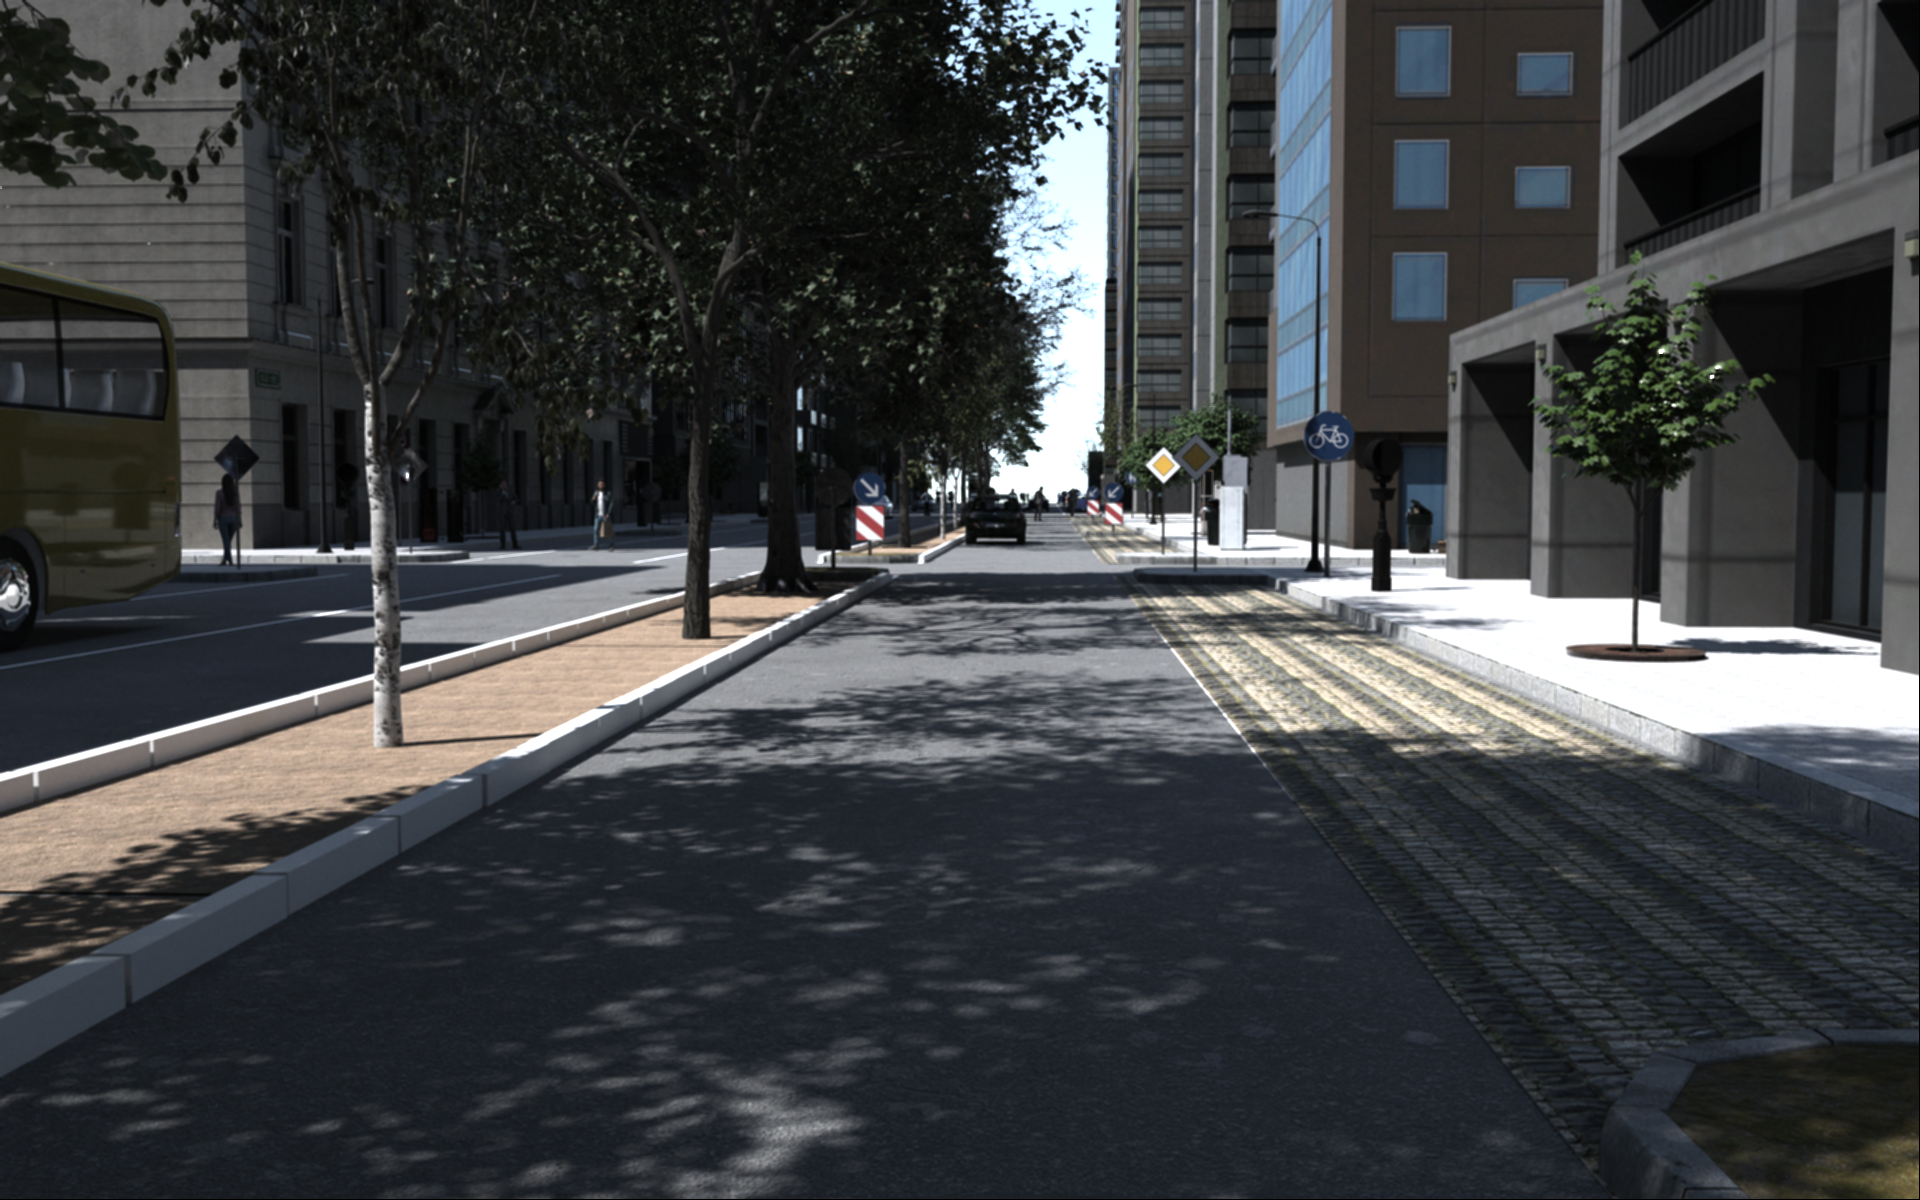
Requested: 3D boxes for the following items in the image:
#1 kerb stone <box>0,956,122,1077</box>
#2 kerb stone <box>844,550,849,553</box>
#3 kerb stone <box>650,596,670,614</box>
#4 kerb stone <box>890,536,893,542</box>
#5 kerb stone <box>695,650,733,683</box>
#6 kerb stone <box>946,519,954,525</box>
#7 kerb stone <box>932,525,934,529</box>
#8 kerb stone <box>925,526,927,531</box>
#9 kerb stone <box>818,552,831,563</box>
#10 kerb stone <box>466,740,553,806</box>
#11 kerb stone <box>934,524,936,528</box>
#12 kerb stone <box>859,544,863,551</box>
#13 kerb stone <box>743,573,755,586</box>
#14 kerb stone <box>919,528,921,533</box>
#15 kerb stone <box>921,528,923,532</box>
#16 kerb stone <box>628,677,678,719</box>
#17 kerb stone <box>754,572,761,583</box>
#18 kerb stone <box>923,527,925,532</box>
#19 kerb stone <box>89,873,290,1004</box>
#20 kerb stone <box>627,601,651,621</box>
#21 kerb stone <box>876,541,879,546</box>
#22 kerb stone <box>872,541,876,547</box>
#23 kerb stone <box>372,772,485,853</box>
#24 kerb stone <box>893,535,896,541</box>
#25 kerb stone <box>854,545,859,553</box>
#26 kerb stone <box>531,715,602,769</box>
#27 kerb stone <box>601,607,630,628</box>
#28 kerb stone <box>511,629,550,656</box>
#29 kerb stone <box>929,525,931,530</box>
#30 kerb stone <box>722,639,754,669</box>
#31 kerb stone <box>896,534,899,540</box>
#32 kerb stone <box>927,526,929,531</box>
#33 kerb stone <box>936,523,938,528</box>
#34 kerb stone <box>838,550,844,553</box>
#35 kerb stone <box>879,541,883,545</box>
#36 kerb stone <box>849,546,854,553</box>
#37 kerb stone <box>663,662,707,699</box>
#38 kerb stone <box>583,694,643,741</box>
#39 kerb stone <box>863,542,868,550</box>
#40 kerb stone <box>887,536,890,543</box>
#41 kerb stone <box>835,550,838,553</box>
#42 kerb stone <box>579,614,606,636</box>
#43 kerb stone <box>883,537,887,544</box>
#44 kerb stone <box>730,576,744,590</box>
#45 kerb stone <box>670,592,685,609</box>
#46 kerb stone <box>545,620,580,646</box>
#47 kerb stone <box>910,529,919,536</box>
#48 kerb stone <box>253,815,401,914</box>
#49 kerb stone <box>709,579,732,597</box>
[{"bbox_3d":[-2.412,1.098,4.332,0.120,0.150,1.000,0,4,3],"label":"kerb stone"},{"bbox_3d":[-2.722,-1.073,39.805,0.120,0.150,1.000,0,4,3],"label":"kerb stone"},{"bbox_3d":[-3.688,0.085,20.836,0.120,0.150,1.000,0,4,3],"label":"kerb stone"},{"bbox_3d":[-2.165,-1.767,51.089,0.120,0.150,1.000,0,4,3],"label":"kerb stone"},{"bbox_3d":[-1.952,0.528,13.555,0.120,0.150,1.000,0,4,3],"label":"kerb stone"},{"bbox_3d":[-0.504,-3.764,83.786,0.120,0.150,1.000,0,4,3],"label":"kerb stone"},{"bbox_3d":[-1.222,-2.884,69.476,0.120,0.150,1.000,0,4,3],"label":"kerb stone"},{"bbox_3d":[-1.426,-2.639,65.393,0.120,0.150,1.000,0,4,3],"label":"kerb stone"},{"bbox_3d":[-2.881,-0.889,36.734,0.120,0.150,1.000,0,4,3],"label":"kerb stone"},{"bbox_3d":[-2.201,0.841,8.440,0.120,0.150,1.000,0,4,3],"label":"kerb stone"},{"bbox_3d":[-1.177,-2.954,70.498,0.120,0.150,1.000,0,4,3],"label":"kerb stone"},{"bbox_3d":[-2.573,-1.265,42.876,0.120,0.150,1.000,0,4,3],"label":"kerb stone"},{"bbox_3d":[-3.371,-0.293,26.984,0.120,0.150,1.000,0,4,3],"label":"kerb stone"},{"bbox_3d":[-1.587,-2.454,62.325,0.120,0.150,1.000,0,4,3],"label":"kerb stone"},{"bbox_3d":[-1.536,-2.517,63.351,0.120,0.150,1.000,0,4,3],"label":"kerb stone"},{"bbox_3d":[-2.054,0.654,11.503,0.120,0.150,1.000,0,4,3],"label":"kerb stone"},{"bbox_3d":[-3.333,-0.355,28.007,0.120,0.150,1.000,0,4,3],"label":"kerb stone"},{"bbox_3d":[-1.482,-2.579,64.372,0.120,0.150,1.000,0,4,3],"label":"kerb stone"},{"bbox_3d":[-2.362,1.038,5.367,0.120,0.150,1.000,0,4,3],"label":"kerb stone"},{"bbox_3d":[-3.734,0.146,19.810,0.120,0.150,1.000,0,4,3],"label":"kerb stone"},{"bbox_3d":[-2.368,-1.515,46.972,0.120,0.150,1.000,0,4,3],"label":"kerb stone"},{"bbox_3d":[-2.415,-1.451,45.951,0.120,0.150,1.000,0,4,3],"label":"kerb stone"},{"bbox_3d":[-2.267,0.904,7.416,0.120,0.150,1.000,0,4,3],"label":"kerb stone"},{"bbox_3d":[-2.106,-1.830,52.112,0.120,0.150,1.000,0,4,3],"label":"kerb stone"},{"bbox_3d":[-2.626,-1.200,41.850,0.120,0.150,1.000,0,4,3],"label":"kerb stone"},{"bbox_3d":[-2.158,0.779,9.461,0.120,0.150,1.000,0,4,3],"label":"kerb stone"},{"bbox_3d":[-3.788,0.209,18.783,0.120,0.150,1.000,0,4,3],"label":"kerb stone"},{"bbox_3d":[-3.941,0.397,15.702,0.120,0.150,1.000,0,4,3],"label":"kerb stone"},{"bbox_3d":[-1.321,-2.767,67.434,0.120,0.150,1.000,0,4,3],"label":"kerb stone"},{"bbox_3d":[-1.899,0.471,14.581,0.120,0.150,1.000,0,4,3],"label":"kerb stone"},{"bbox_3d":[-2.048,-1.888,53.132,0.120,0.150,1.000,0,4,3],"label":"kerb stone"},{"bbox_3d":[-1.378,-2.705,66.414,0.120,0.150,1.000,0,4,3],"label":"kerb stone"},{"bbox_3d":[-1.121,-3.015,71.518,0.120,0.150,1.000,0,4,3],"label":"kerb stone"},{"bbox_3d":[-2.773,-1.011,38.780,0.120,0.150,1.000,0,4,3],"label":"kerb stone"},{"bbox_3d":[-2.317,-1.579,48.009,0.120,0.150,1.000,0,4,3],"label":"kerb stone"},{"bbox_3d":[-2.678,-1.139,40.826,0.120,0.150,1.000,0,4,3],"label":"kerb stone"},{"bbox_3d":[-2.010,0.591,12.526,0.120,0.150,1.000,0,4,3],"label":"kerb stone"},{"bbox_3d":[-2.111,0.716,10.482,0.120,0.150,1.000,0,4,3],"label":"kerb stone"},{"bbox_3d":[-2.511,-1.327,43.897,0.120,0.150,1.000,0,4,3],"label":"kerb stone"},{"bbox_3d":[-2.201,-1.704,50.059,0.120,0.150,1.000,0,4,3],"label":"kerb stone"},{"bbox_3d":[-2.832,-0.951,37.754,0.120,0.150,1.000,0,4,3],"label":"kerb stone"},{"bbox_3d":[-3.839,0.274,17.758,0.120,0.150,1.000,0,4,3],"label":"kerb stone"},{"bbox_3d":[-2.256,-1.641,49.032,0.120,0.150,1.000,0,4,3],"label":"kerb stone"},{"bbox_3d":[-3.425,-0.230,25.961,0.120,0.150,1.000,0,4,3],"label":"kerb stone"},{"bbox_3d":[-3.635,0.029,21.857,0.120,0.150,1.000,0,4,3],"label":"kerb stone"},{"bbox_3d":[-3.889,0.334,16.736,0.120,0.150,1.000,0,4,3],"label":"kerb stone"},{"bbox_3d":[-1.631,-2.388,61.304,0.120,0.150,1.000,0,4,3],"label":"kerb stone"},{"bbox_3d":[-2.318,0.970,6.388,0.120,0.150,1.000,0,4,3],"label":"kerb stone"},{"bbox_3d":[-3.476,-0.161,24.927,0.120,0.150,1.000,0,4,3],"label":"kerb stone"}]
